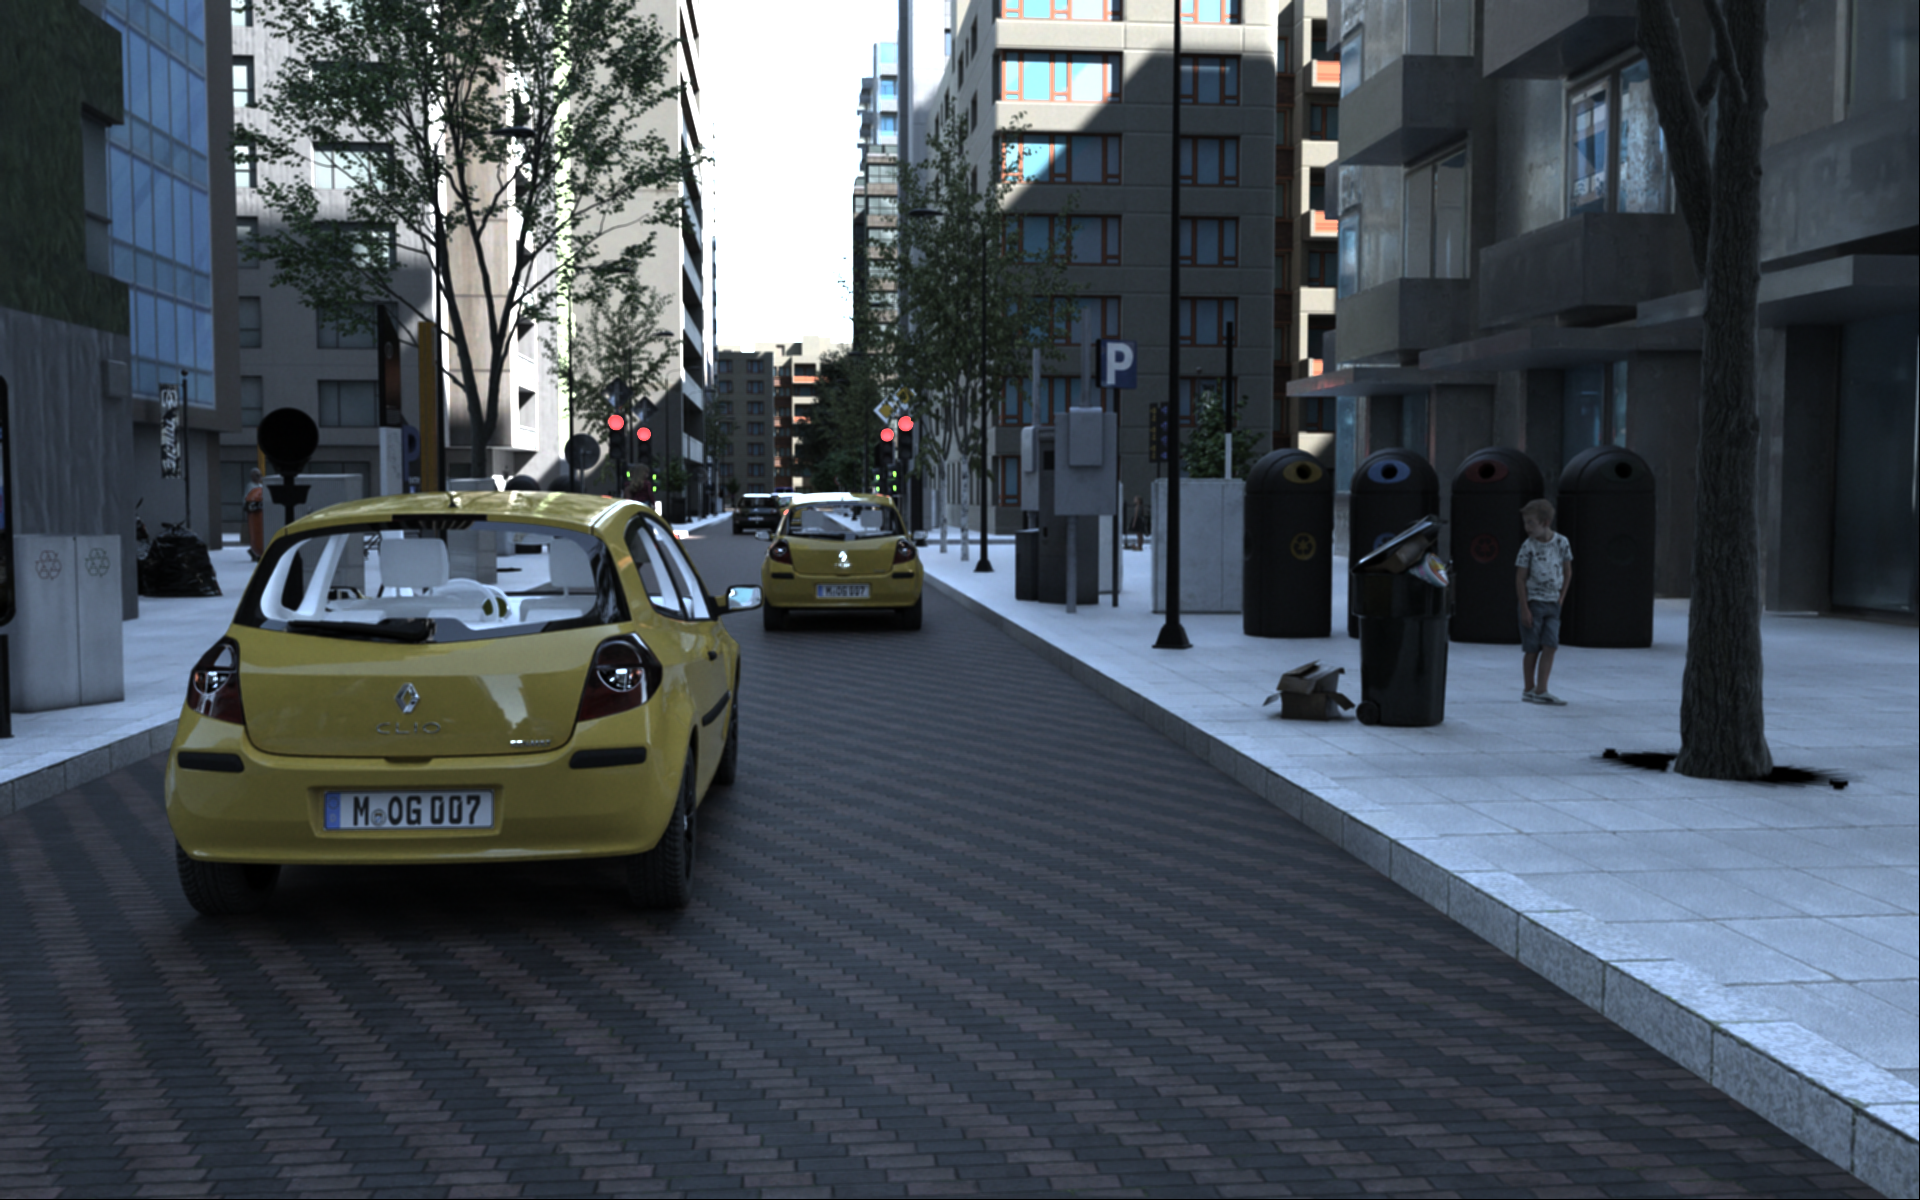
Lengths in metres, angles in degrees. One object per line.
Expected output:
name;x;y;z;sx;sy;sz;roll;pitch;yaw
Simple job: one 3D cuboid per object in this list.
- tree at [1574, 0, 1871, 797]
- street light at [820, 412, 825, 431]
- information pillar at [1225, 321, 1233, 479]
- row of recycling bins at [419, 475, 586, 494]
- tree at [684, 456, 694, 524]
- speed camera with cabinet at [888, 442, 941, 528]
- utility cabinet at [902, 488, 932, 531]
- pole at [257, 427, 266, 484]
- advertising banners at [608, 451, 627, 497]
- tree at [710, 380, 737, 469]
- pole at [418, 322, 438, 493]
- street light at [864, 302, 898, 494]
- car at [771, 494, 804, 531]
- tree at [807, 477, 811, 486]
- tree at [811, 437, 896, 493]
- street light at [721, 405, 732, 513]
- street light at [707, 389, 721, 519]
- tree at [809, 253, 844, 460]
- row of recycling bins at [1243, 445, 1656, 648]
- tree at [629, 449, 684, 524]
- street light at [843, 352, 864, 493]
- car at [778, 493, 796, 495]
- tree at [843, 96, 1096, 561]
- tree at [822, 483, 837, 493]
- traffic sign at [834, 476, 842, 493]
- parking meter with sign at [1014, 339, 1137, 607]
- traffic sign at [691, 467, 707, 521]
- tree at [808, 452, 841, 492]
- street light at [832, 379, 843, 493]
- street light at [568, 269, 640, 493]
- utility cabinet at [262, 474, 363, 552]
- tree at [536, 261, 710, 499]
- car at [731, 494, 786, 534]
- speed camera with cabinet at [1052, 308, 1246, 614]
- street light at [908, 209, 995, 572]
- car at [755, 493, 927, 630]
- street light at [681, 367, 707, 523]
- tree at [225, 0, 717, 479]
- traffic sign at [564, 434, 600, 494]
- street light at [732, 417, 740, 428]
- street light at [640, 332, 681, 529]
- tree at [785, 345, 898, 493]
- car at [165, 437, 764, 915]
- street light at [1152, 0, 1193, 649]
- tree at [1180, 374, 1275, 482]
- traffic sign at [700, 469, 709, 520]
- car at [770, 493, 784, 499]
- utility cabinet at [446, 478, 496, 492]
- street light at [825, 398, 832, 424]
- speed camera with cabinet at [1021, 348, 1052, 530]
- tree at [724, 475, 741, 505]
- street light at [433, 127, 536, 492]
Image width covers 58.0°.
tree;3.327;-5.008;7.640;9.928;11.665;9.643;0;3;0
street light;-6.992;-7.670;97.945;1.470;5.913;1.316;0;4;-6
information pillar;3.686;-1.983;23.784;0.183;3.616;0.504;1;4;8
row of recycling bins;-9.875;-1.856;37.451;3.534;1.692;1.069;-1;4;-11
tree;-12.426;-4.933;75.262;1.663;3.219;1.824;0;3;0
speed camera with cabinet;-1.782;-4.357;65.577;2.038;3.252;0.660;1;4;18
utility cabinet;-1.578;-3.120;59.695;1.173;1.500;0.318;-2;4;-24
pole;-21.258;-3.603;52.749;0.158;3.312;0.155;0;3;0
advertising banners;-13.821;-4.521;70.105;0.090;3.025;2.074;1;4;10
tree;-16.464;-9.930;112.712;4.737;8.622;4.395;0;3;0
pole;-6.322;-1.638;20.626;0.158;3.312;0.155;0;3;0
street light;-1.493;-4.259;42.175;1.470;5.913;1.316;0;4;-6
car;-6.642;-3.561;68.443;2.015;1.641;3.980;0;4;-7
tree;-8.389;-8.319;119.728;4.285;4.588;4.351;0;3;0
tree;-6.151;-7.196;101.371;4.285;4.588;4.351;0;3;0
street light;-12.886;-7.230;90.747;1.470;5.913;1.316;0;4;-6
street light;-11.490;-6.381;76.867;1.470;5.913;1.316;0;4;-6
tree;-0.598;-5.339;37.660;4.737;8.622;4.395;0;3;0
row of recycling bins;4.241;-0.501;15.296;3.534;1.692;1.069;1;4;22
tree;-11.905;-4.426;66.959;1.663;3.219;1.824;0;3;0
street light;-2.974;-5.157;56.857;1.470;5.913;1.316;0;4;-6
car;-8.855;-4.997;90.490;1.959;1.807;4.718;0;4;-4
tree;0.331;-5.062;33.119;4.737;8.622;4.395;0;3;0
tree;-11.985;-9.988;157.905;1.663;3.219;1.824;0;3;0
traffic sign;-7.333;-6.484;106.115;0.768;2.556;0.104;0;4;-3
parking meter with sign;1.286;-1.471;20.313;0.543;3.016;1.738;-3;4;-36
traffic sign;-12.336;-4.995;81.777;0.768;2.556;0.104;0;4;4
tree;-14.622;-14.441;186.465;4.360;8.622;3.978;0;3;0
street light;-4.317;-5.981;70.329;1.470;5.913;1.316;0;4;-6
street light;-7.421;-3.850;35.490;1.470;5.913;1.316;0;4;-6
utility cabinet;-7.245;-0.655;19.380;1.173;1.500;0.318;1;4;22
tree;-10.733;-6.327;53.816;4.737;8.622;4.395;0;3;0
car;-7.402;-3.281;63.433;2.009;1.686;4.222;0;4;-5
speed camera with cabinet;2.042;-1.490;18.702;2.038;3.252;0.660;0;4;3
street light;-0.144;-3.417;28.406;1.470;5.913;1.316;0;4;-6
car;-1.346;-0.581;19.730;2.015;1.641;3.980;0;4;-4
street light;-10.157;-5.553;63.326;1.470;5.913;1.316;0;4;-6
tree;-7.899;-6.284;28.495;9.928;11.665;9.643;0;3;0
traffic sign;-7.950;-2.223;36.446;0.768;2.556;0.104;0;4;1
street light;-14.256;-8.080;104.642;1.470;5.913;1.316;0;4;-6
street light;-8.884;-4.717;49.668;1.470;5.913;1.316;0;4;-6
tree;-8.794;-13.236;133.416;9.611;12.733;9.660;0;3;0
car;-1.871;0.174;7.372;2.015;1.641;3.980;0;4;-4
street light;1.239;-2.552;14.266;1.470;5.913;1.316;0;4;-6
tree;4.147;-2.052;28.157;1.663;3.219;1.824;0;3;0
traffic sign;-12.856;-5.252;85.977;0.768;2.556;0.104;0;4;-4
car;-12.711;-6.895;121.774;2.155;1.783;4.494;0;4;-4
utility cabinet;-7.018;-0.986;24.795;0.318;1.500;1.173;-3;4;-37
street light;-5.669;-6.815;83.961;1.470;5.913;1.316;0;4;-6
speed camera with cabinet;1.474;-1.758;23.076;0.660;3.252;2.038;-1;4;-22
tree;-22.333;-10.808;171.318;1.663;3.219;1.824;0;3;0
street light;-6.065;-3.026;22.019;1.470;5.913;1.316;0;4;-6
